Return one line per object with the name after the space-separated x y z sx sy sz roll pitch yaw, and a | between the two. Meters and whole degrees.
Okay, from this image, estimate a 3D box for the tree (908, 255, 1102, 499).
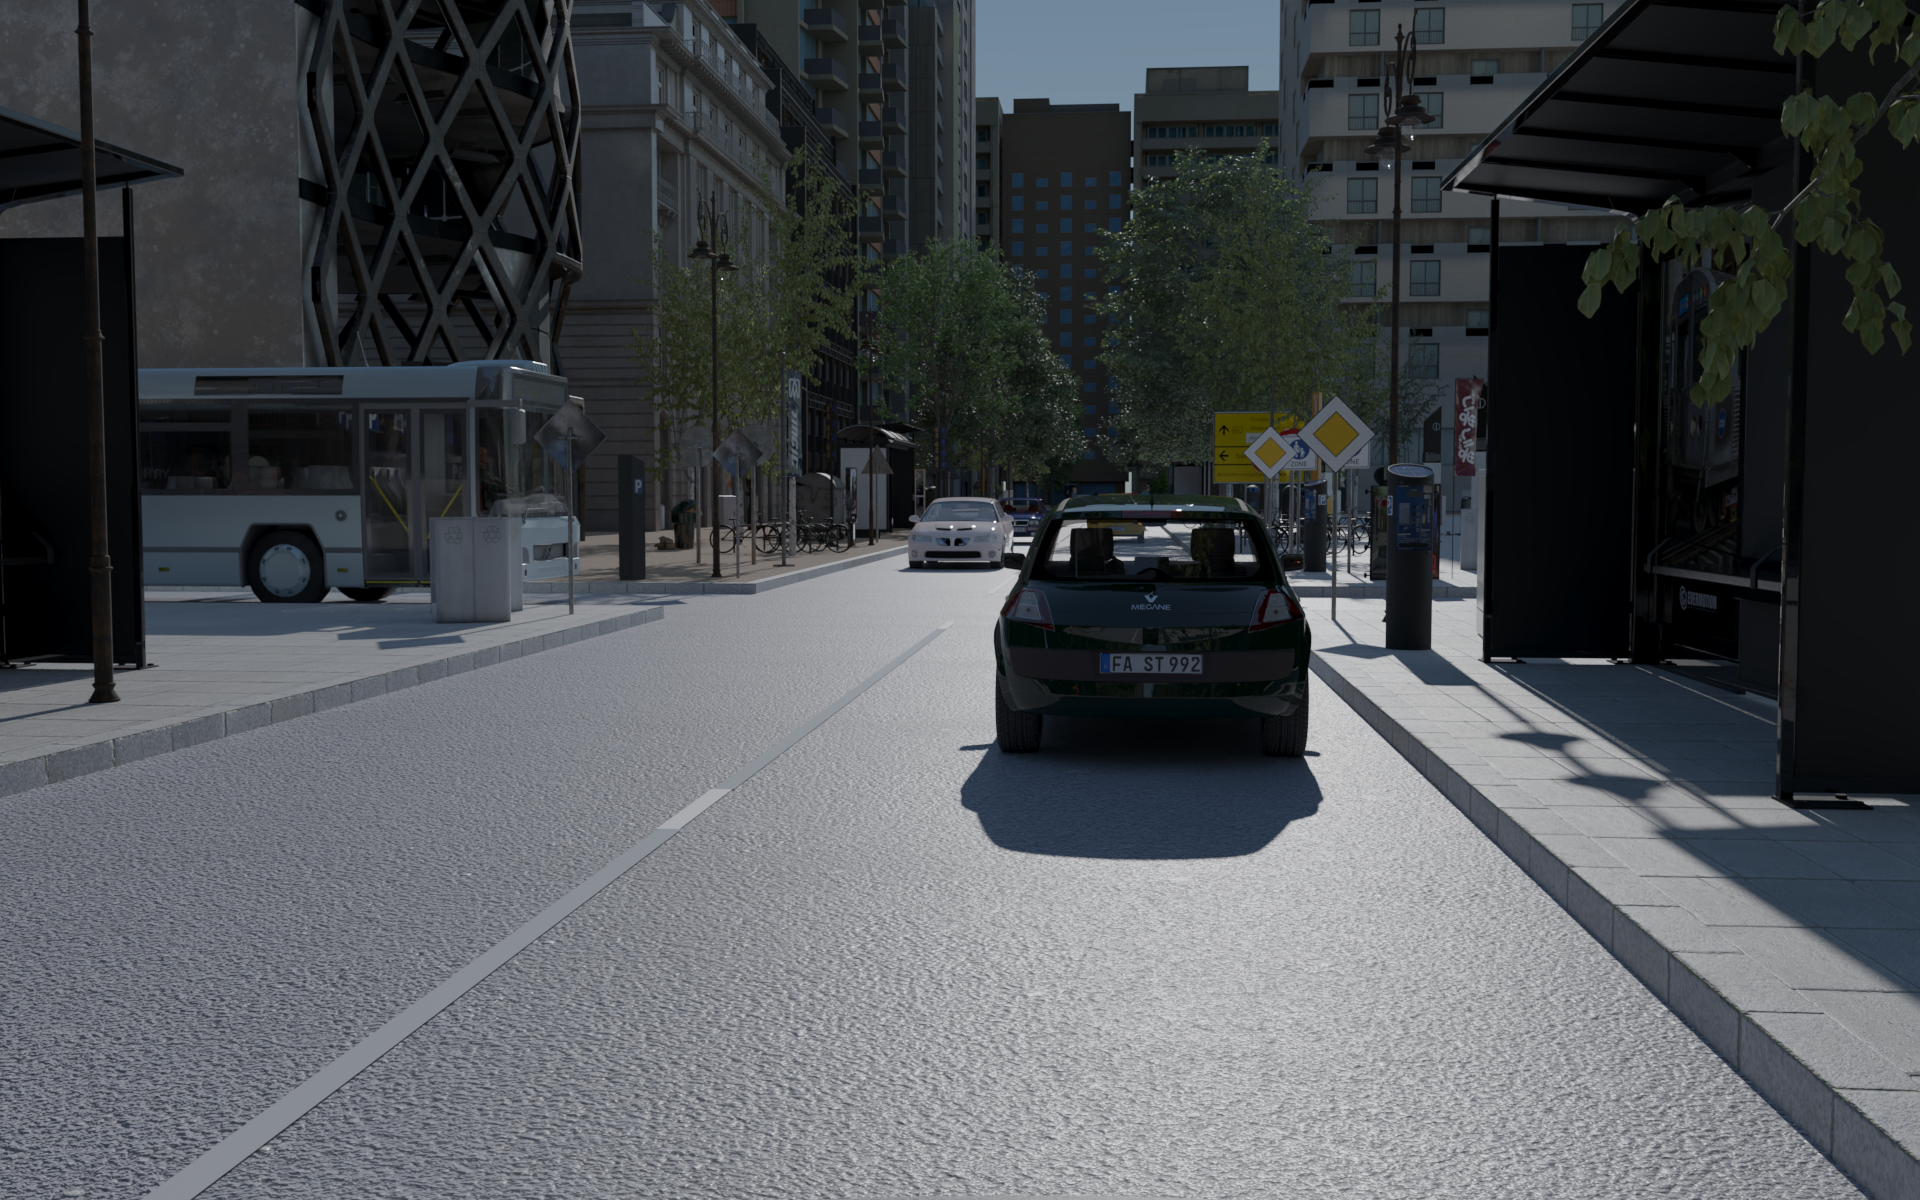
1.588 -10.174 83.358 9.611 12.733 9.660 0 3 0 | tree

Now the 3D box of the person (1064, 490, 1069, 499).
7.290 -6.559 116.563 0.721 1.723 1.217 1 4 8 | person

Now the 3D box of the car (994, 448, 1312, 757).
1.208 -0.069 10.910 2.009 1.686 4.222 0 4 6 | car

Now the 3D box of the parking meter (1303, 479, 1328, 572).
5.860 -1.232 28.551 0.372 1.533 0.369 0 3 0 | parking meter

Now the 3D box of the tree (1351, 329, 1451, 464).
19.464 -7.727 76.701 4.360 8.622 3.978 0 3 0 | tree

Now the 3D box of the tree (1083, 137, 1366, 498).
9.352 -9.460 61.330 9.857 13.997 8.962 0 3 0 | tree

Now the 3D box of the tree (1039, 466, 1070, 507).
9.570 -11.894 178.172 4.285 4.588 4.351 0 3 0 | tree

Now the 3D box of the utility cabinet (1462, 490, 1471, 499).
28.450 -5.343 96.032 1.173 1.500 0.318 1 4 19 | utility cabinet

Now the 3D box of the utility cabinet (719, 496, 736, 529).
-8.597 -3.253 64.341 0.306 1.237 1.020 2 4 29 | utility cabinet

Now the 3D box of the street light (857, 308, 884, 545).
-2.217 -4.301 43.109 0.468 5.910 1.993 0 4 5 | street light

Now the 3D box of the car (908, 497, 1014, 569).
0.072 -1.377 34.879 2.083 1.381 4.827 0 4 5 | car

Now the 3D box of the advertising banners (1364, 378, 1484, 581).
6.971 -1.820 25.941 2.074 3.025 0.090 -1 4 -21 | advertising banners

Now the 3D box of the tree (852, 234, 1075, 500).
-0.805 -8.785 69.394 9.928 11.665 9.643 0 3 0 | tree

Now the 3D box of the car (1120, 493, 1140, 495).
8.243 -4.587 84.031 2.155 1.783 4.494 0 4 5 | car

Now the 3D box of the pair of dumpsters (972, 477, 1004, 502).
1.490 -5.618 94.342 1.574 2.255 4.437 0 4 5 | pair of dumpsters

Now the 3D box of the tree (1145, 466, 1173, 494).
13.583 -7.446 116.337 1.663 3.219 1.824 0 3 0 | tree

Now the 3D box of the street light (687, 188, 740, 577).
-3.759 -3.289 26.571 0.468 5.910 1.993 0 4 5 | street light

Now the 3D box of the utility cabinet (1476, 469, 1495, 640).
4.788 -0.406 15.320 0.318 1.500 1.173 1 4 12 | utility cabinet

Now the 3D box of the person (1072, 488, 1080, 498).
6.654 -5.546 99.349 0.590 1.801 0.661 1 4 11 | person

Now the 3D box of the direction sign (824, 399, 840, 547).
-3.109 -3.052 41.904 0.379 3.537 0.876 -1 4 -20 | direction sign

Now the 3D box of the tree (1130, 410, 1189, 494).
16.316 -13.021 138.642 9.928 11.665 9.643 0 3 0 | tree

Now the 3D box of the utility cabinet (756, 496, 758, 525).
-7.527 -3.188 63.289 0.306 1.237 1.020 0 4 -6 | utility cabinet

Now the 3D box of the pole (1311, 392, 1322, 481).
7.155 -2.505 34.794 0.158 3.312 0.155 0 3 0 | pole

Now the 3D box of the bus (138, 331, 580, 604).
-10.877 -1.688 22.462 13.247 3.499 2.948 0 4 6 | bus

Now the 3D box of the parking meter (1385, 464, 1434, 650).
3.725 -0.363 14.345 0.372 1.533 0.369 0 3 0 | parking meter

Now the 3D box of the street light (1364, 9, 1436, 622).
4.320 -2.715 17.186 0.468 5.910 1.993 0 4 5 | street light

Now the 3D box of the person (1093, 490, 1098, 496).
12.182 -8.906 154.638 1.217 1.766 0.721 2 4 24 | person

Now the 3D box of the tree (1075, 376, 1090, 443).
5.340 -12.059 122.920 9.928 11.665 9.643 0 3 0 | tree

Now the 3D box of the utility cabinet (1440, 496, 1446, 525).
19.611 -3.703 71.703 0.306 1.237 1.020 -3 4 -38 | utility cabinet

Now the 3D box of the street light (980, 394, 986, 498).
0.973 -6.365 76.850 0.468 5.910 1.993 0 4 5 | street light

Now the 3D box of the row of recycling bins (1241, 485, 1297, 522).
14.167 -4.545 81.420 3.534 1.692 1.069 0 4 5 | row of recycling bins

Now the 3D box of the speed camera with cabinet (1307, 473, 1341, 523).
15.971 -4.995 76.009 0.660 3.252 2.038 3 5 42 | speed camera with cabinet

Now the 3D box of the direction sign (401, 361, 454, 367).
-9.099 -2.307 29.718 0.876 3.537 0.379 -2 4 -24 | direction sign

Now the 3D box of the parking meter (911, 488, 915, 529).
-2.011 -3.577 66.890 0.372 1.533 0.369 0 3 0 | parking meter

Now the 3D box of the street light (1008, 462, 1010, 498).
2.650 -7.375 93.376 0.468 5.910 1.993 0 4 5 | street light

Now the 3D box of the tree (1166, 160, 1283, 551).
7.350 -5.411 38.832 4.737 8.622 4.395 0 3 0 | tree

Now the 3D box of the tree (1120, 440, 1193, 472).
17.386 -13.128 149.060 7.601 10.594 8.767 2 4 27 | tree

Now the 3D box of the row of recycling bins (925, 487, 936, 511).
-2.516 -5.459 96.362 3.534 1.692 1.069 3 5 39 | row of recycling bins

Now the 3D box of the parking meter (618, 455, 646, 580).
-4.900 -1.234 25.880 0.255 1.863 0.399 2 4 24 | parking meter

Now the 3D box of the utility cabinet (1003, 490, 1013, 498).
2.651 -5.631 100.753 0.318 1.500 1.173 2 4 32 | utility cabinet

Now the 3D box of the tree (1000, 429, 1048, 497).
4.338 -9.957 113.156 4.360 8.622 3.978 0 3 0 | tree

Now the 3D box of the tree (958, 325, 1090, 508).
2.559 -11.202 101.278 7.486 12.596 7.792 0 3 0 | tree

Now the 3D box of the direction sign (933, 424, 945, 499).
-0.667 -3.915 56.008 0.379 3.537 0.876 1 4 23 | direction sign

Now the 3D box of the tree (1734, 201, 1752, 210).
22.227 -7.317 45.396 9.928 11.665 9.643 0 3 0 | tree

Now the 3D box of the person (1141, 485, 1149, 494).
7.357 -3.673 68.897 0.444 1.785 0.601 -2 4 -31 | person

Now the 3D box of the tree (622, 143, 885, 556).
-3.719 -5.232 35.898 4.737 8.622 4.395 0 3 0 | tree

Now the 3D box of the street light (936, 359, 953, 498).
-0.535 -5.312 59.635 0.468 5.910 1.993 0 4 5 | street light

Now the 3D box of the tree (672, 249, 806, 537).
-6.555 -6.200 51.727 4.360 8.622 3.978 0 3 0 | tree

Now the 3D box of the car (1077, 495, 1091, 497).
9.829 -7.706 138.355 2.083 1.381 4.827 0 4 3 | car

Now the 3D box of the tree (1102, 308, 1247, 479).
12.601 -11.192 100.004 9.611 12.733 9.660 0 3 0 | tree

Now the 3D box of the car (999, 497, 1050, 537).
1.750 -2.333 50.725 1.945 1.354 3.894 0 4 6 | car

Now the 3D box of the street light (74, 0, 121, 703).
-5.288 -2.308 10.526 0.468 5.910 1.993 0 4 5 | street light

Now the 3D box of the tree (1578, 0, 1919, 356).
3.154 -3.284 4.049 4.737 8.622 4.395 0 3 0 | tree
